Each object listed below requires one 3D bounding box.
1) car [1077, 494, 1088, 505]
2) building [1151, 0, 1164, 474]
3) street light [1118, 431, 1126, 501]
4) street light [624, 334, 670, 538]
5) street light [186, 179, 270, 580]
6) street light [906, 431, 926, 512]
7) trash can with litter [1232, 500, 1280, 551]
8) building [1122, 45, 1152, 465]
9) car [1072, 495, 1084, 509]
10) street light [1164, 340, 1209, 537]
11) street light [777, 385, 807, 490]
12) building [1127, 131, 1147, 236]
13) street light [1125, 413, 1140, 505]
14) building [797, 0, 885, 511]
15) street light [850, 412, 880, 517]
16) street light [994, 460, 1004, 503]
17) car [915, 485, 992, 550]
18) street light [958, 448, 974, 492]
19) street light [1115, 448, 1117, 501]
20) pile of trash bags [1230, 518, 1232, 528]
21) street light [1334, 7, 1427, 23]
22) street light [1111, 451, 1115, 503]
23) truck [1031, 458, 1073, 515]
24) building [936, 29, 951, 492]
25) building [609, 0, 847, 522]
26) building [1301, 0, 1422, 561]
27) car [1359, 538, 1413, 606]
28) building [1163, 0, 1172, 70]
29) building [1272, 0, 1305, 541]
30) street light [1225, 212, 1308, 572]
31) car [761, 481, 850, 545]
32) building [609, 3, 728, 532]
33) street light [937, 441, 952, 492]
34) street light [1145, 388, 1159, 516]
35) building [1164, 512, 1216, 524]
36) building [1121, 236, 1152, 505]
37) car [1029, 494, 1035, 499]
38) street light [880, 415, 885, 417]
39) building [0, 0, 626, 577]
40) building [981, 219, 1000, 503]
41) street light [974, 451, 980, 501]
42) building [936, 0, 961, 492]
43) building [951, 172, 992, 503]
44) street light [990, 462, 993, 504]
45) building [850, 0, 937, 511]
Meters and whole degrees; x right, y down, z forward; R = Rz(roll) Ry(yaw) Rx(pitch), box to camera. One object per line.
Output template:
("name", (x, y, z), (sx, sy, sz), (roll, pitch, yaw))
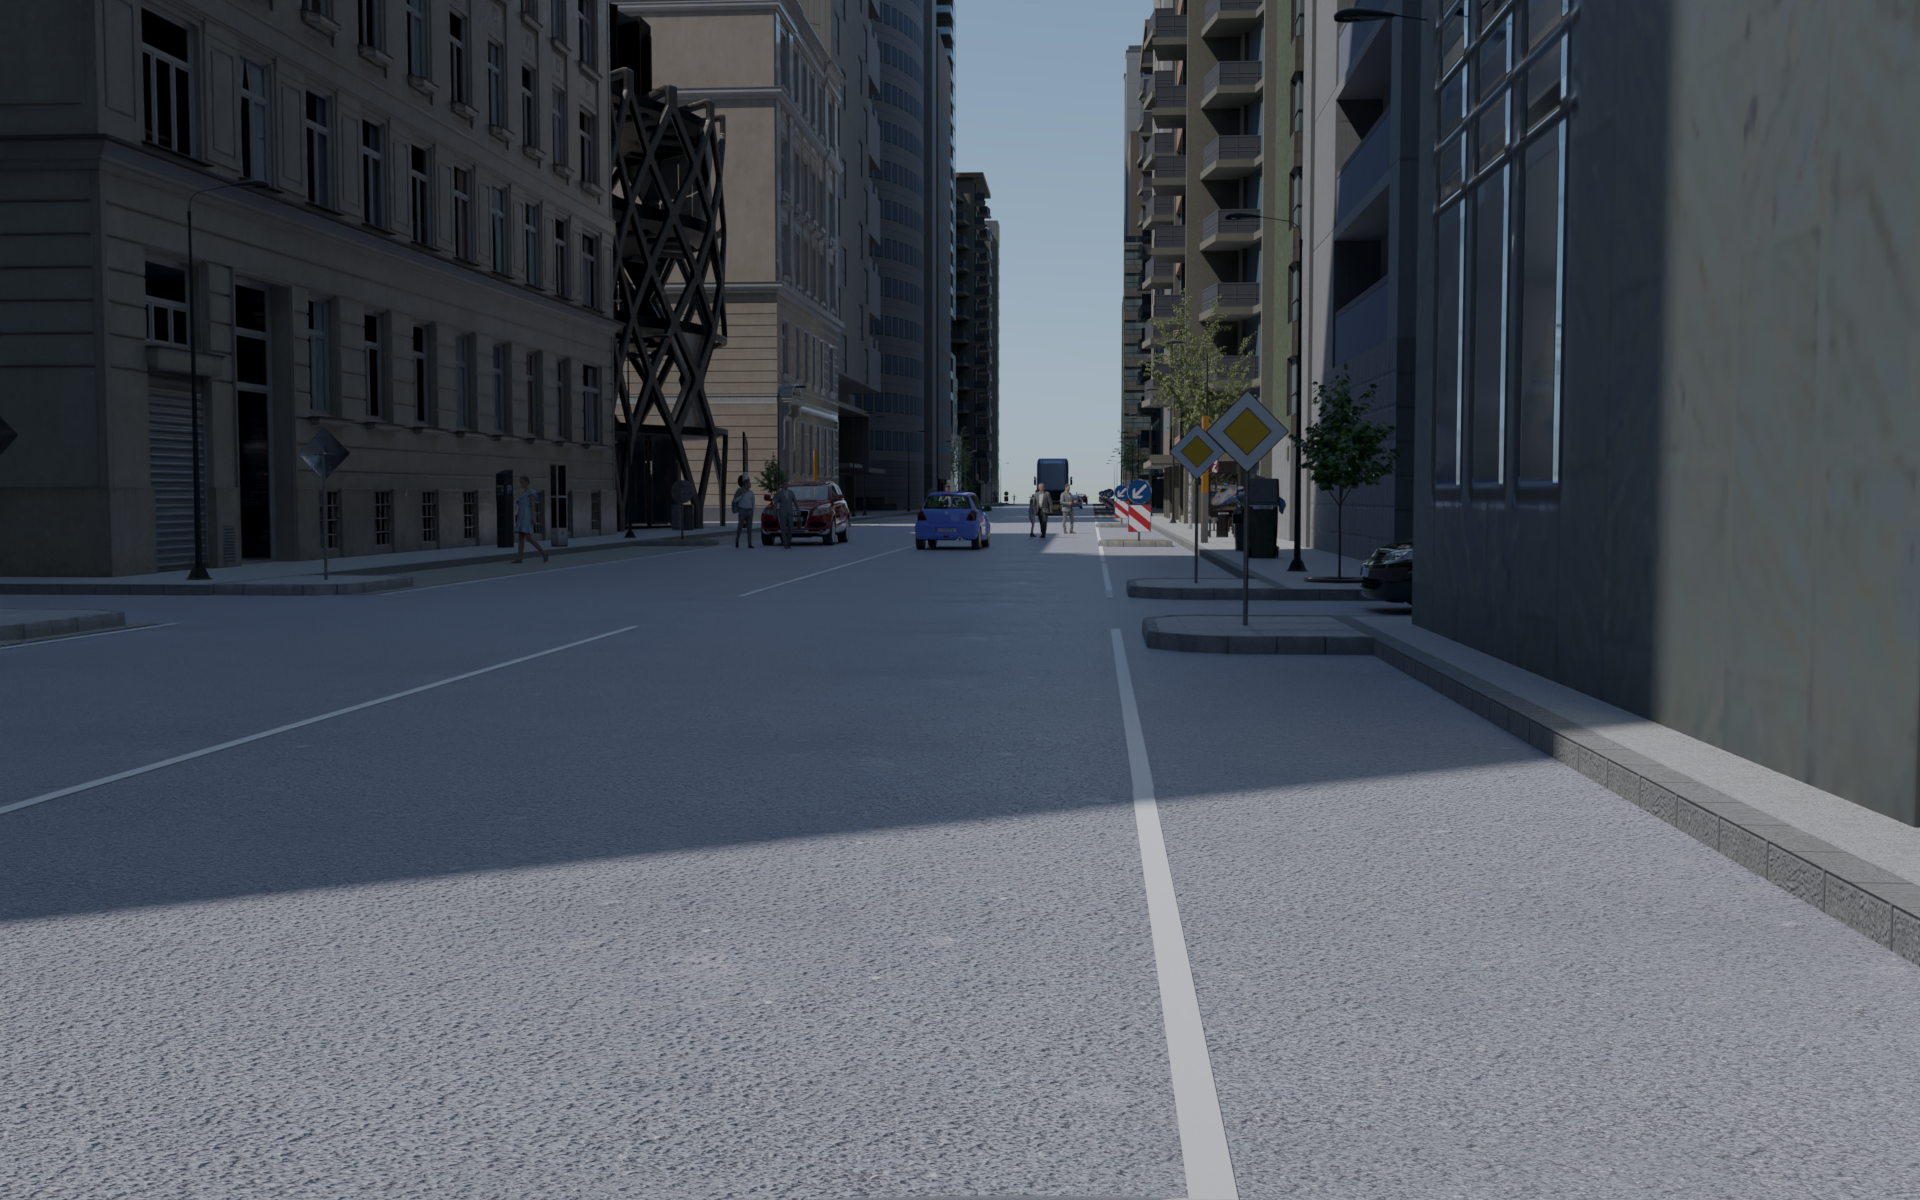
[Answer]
("car", (16.719, -14.066, 239.021), (2.155, 1.783, 4.494), (0, 4, 2))
("building", (28.447, -33.125, 130.840), (28.713, 52.752, 27.495), (0, 4, 4))
("street light", (12.653, -9.524, 128.257), (1.470, 5.913, 1.316), (0, 4, 4))
("street light", (-9.113, -4.765, 50.452), (1.470, 5.913, 1.316), (0, 4, 4))
("street light", (-10.885, -3.256, 25.772), (1.470, 5.913, 1.316), (0, 4, 4))
("street light", (-3.213, -9.431, 126.744), (1.470, 5.913, 1.316), (0, 4, 4))
("trash can with litter", (6.632, -1.675, 38.768), (1.055, 1.170, 0.624), (2, 4, 27))
("building", (32.141, -42.014, 228.931), (21.231, 58.520, 28.212), (0, 4, 4))
("car", (11.008, -9.556, 168.609), (2.083, 1.381, 4.827), (0, 4, 5))
("street light", (6.902, -4.877, 52.275), (1.470, 5.913, 1.316), (0, 4, 4))
("street light", (-7.235, -6.209, 74.051), (1.470, 5.913, 1.316), (0, 4, 4))
("building", (27.160, -34.151, 208.483), (14.600, 45.320, 14.200), (0, 4, 4))
("street light", (10.418, -7.765, 99.492), (1.470, 5.913, 1.316), (0, 4, 4))
("building", (-19.947, -32.191, 115.560), (28.713, 52.752, 27.495), (0, 4, 4))
("street light", (-5.478, -7.654, 97.681), (1.470, 5.913, 1.316), (0, 4, 4))
("street light", (4.766, -15.927, 232.941), (1.470, 5.913, 1.316), (0, 4, 4))
("car", (-0.156, -2.220, 45.896), (1.945, 1.707, 3.694), (0, 4, 6))
("street light", (0.409, -12.320, 173.978), (1.470, 5.913, 1.316), (0, 4, 4))
("street light", (14.596, -10.986, 152.160), (1.470, 5.913, 1.316), (0, 4, 4))
("pile of trash bags", (11.182, -3.448, 66.127), (1.912, 1.369, 3.447), (-1, 4, -12))
("street light", (4.270, -2.699, 16.675), (1.470, 5.913, 1.316), (0, 4, 4))
("street light", (16.321, -12.441, 175.945), (1.470, 5.913, 1.316), (0, 4, 4))
("truck", (6.575, -8.240, 124.475), (2.967, 4.110, 18.799), (0, 4, 4))
("building", (-8.335, -31.525, 165.542), (14.600, 45.320, 14.200), (0, 4, 4))
("building", (-13.776, -18.537, 88.989), (13.634, 28.700, 20.117), (0, 4, 4))
("building", (21.788, -29.941, 31.539), (28.212, 58.520, 21.231), (0, 4, 4))
("car", (7.005, -0.683, 20.959), (4.222, 1.686, 2.009), (0, 4, 4))
("building", (20.183, -28.178, 110.823), (14.600, 45.320, 14.200), (0, 4, 4))
("building", (16.472, -17.171, 52.450), (14.160, 30.474, 14.107), (0, 4, 4))
("street light", (5.067, -3.433, 28.672), (1.470, 5.913, 1.316), (0, 4, 4))
("car", (-4.421, -2.530, 50.036), (2.281, 1.827, 5.304), (0, 4, 3))
("building", (-17.519, -12.083, 65.007), (16.820, 18.784, 16.811), (0, 4, 4))
("street light", (-1.406, -10.875, 150.349), (1.470, 5.913, 1.316), (0, 4, 4))
("street light", (8.813, -6.320, 75.872), (1.470, 5.913, 1.316), (0, 4, 4))
("building", (19.925, -26.095, 81.270), (22.147, 44.769, 28.867), (0, 4, 4))
("building", (25.321, -25.858, 194.473), (14.160, 30.474, 14.107), (0, 4, 4))
("car", (9.636, -12.631, 215.561), (2.155, 1.783, 4.494), (0, 4, 4))
("street light", (-5.108, -7.946, 102.461), (1.470, 5.913, 1.316), (0, 4, 4))
("building", (-19.204, -12.683, 40.646), (16.112, 22.955, 30.059), (0, 4, 4))
("building", (-1.626, -34.769, 252.059), (14.154, 41.232, 14.086), (0, 4, 4))
("street light", (1.128, -12.996, 185.025), (1.470, 5.913, 1.316), (0, 4, 4))
("building", (-10.604, -54.221, 199.182), (22.319, 86.520, 31.000), (0, 4, 4))
("building", (-7.297, -35.219, 230.457), (22.147, 44.769, 28.867), (0, 4, 4))
("street light", (2.867, -14.440, 208.635), (1.470, 5.913, 1.316), (0, 4, 4))
("building", (-13.662, -36.810, 143.842), (21.231, 58.520, 28.212), (0, 4, 4))
